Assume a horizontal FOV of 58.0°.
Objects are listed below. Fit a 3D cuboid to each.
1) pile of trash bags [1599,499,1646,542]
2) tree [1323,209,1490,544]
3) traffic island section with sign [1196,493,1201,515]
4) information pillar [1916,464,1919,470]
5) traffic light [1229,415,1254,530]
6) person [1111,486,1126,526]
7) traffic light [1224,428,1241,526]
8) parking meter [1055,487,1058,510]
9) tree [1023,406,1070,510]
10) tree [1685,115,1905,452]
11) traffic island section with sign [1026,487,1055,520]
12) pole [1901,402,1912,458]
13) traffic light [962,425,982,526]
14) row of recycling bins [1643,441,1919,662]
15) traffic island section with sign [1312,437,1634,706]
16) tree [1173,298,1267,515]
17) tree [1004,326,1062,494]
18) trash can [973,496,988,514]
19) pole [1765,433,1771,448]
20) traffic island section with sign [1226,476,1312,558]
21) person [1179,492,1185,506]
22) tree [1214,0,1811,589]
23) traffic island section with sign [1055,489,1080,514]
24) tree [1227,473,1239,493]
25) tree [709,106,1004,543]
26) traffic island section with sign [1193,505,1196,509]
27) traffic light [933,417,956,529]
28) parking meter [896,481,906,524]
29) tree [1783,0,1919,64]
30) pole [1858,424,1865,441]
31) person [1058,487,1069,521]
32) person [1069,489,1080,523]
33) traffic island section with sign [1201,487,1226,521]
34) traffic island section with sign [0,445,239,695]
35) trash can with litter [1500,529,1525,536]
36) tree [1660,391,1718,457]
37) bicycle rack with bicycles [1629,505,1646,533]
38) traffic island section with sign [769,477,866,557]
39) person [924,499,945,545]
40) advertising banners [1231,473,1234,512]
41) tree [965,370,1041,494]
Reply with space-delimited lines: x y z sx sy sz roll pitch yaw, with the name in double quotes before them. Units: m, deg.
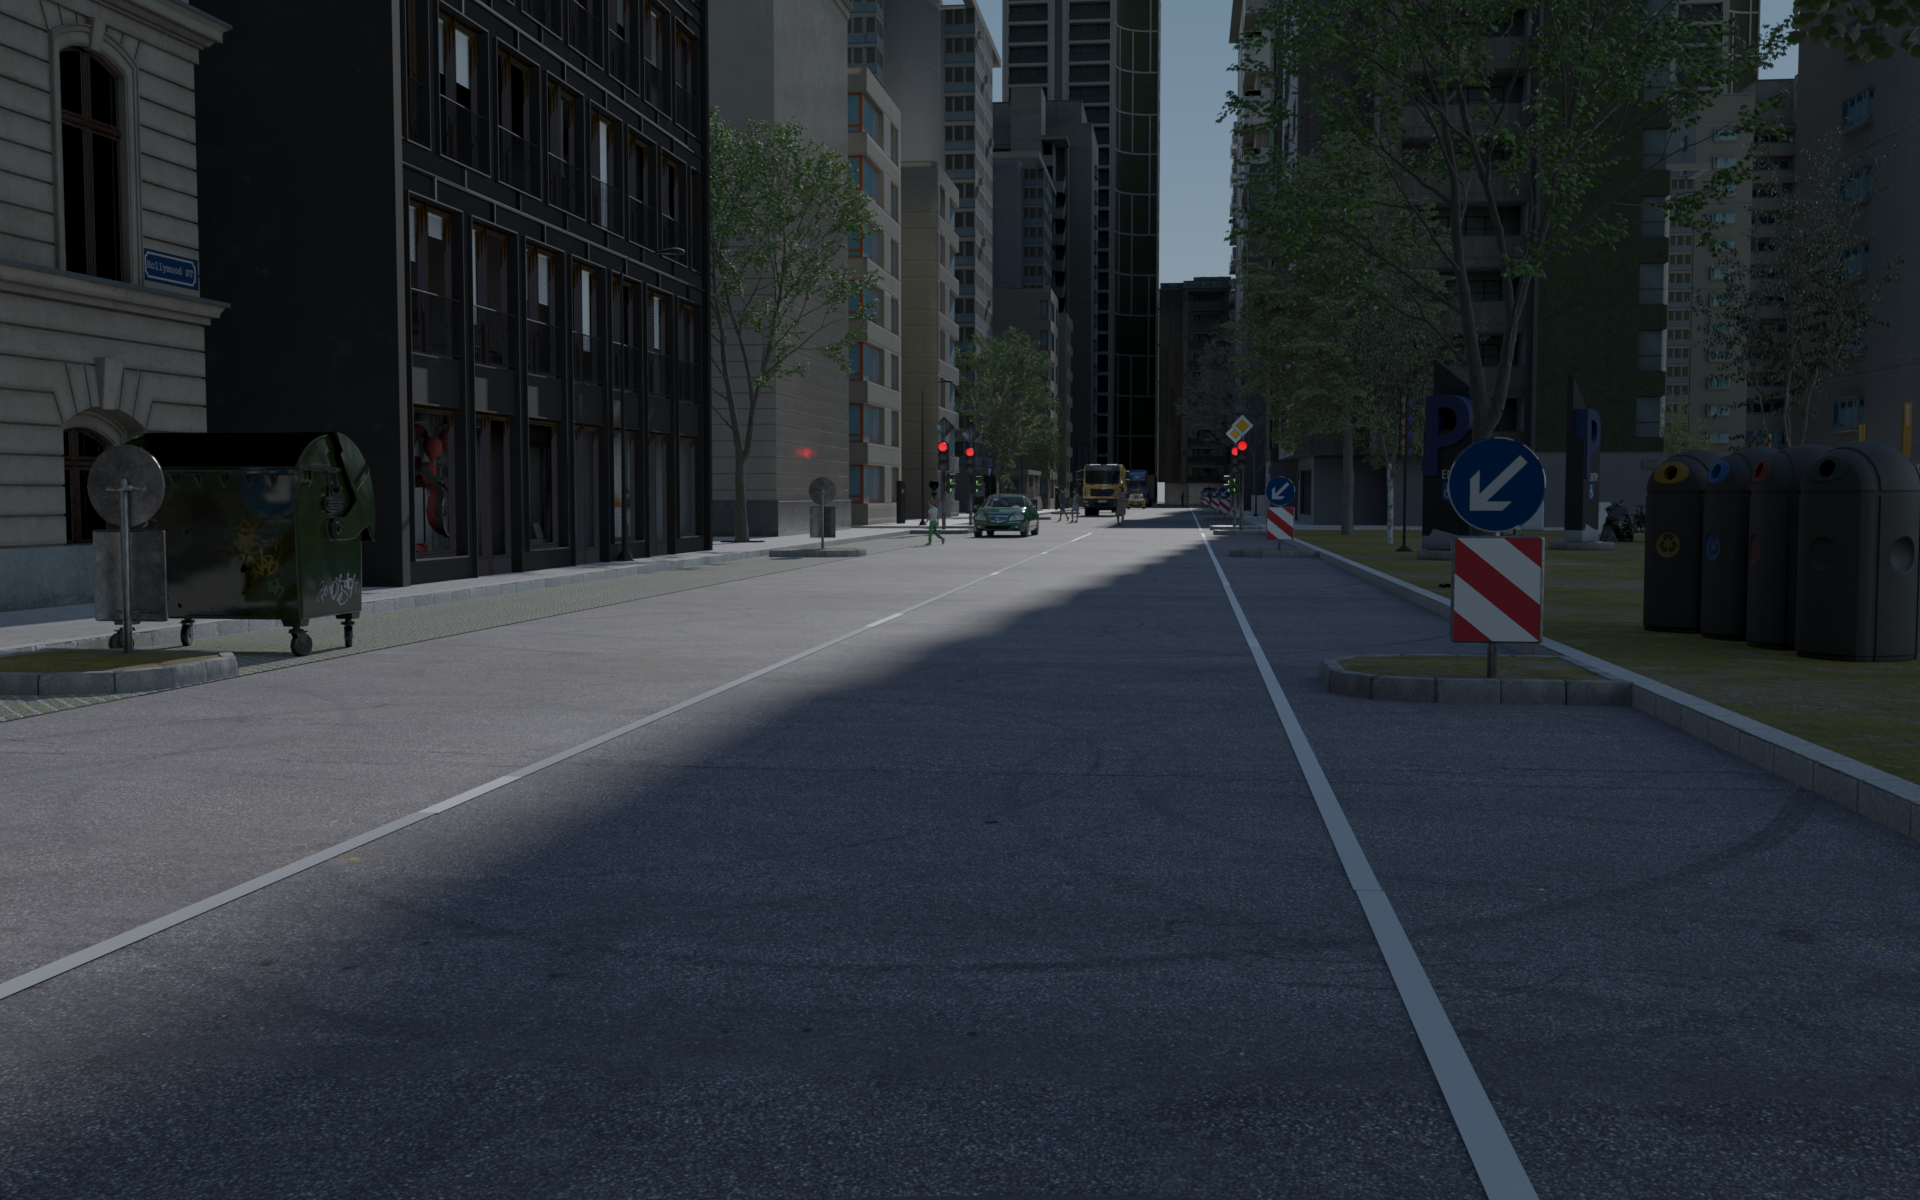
"pile of trash bags" 18.792 -2.229 46.189 3.447 1.369 1.912 3 5 39
"tree" 11.092 -5.733 44.093 4.360 8.622 3.978 0 3 0
"traffic island section with sign" 17.735 -6.882 121.148 1.989 1.847 2.006 0 4 7
"information pillar" 23.393 -2.330 42.585 0.304 2.012 0.304 3 4 36
"traffic light" 9.959 -4.428 61.320 0.839 4.253 0.868 0 4 7
"person" 7.016 -4.163 76.916 0.532 1.782 0.716 -2 4 -31
"traffic light" 10.984 -4.912 69.239 0.839 4.253 0.868 0 4 7
"parking meter" 7.763 -8.167 139.243 0.255 1.863 0.399 0 4 1
"tree" 7.177 -11.739 142.287 4.737 8.622 4.395 0 3 0
"tree" 16.696 -5.156 34.671 4.360 8.622 3.978 0 3 0
"traffic island section with sign" 4.033 -5.346 96.034 1.989 1.847 2.006 0 4 7
"pole" 21.087 -2.741 38.652 0.158 3.312 0.155 0 3 0
"traffic light" 0.458 -4.994 70.580 0.839 4.253 0.868 0 4 7
"row of recycling bins" 6.999 -0.476 14.903 1.069 1.692 3.534 0 4 -3
"traffic island section with sign" 3.707 -0.254 12.777 1.989 1.847 2.006 0 4 7
"tree" 18.057 -11.910 105.091 12.009 13.543 11.850 0 3 0
"tree" 2.634 -11.187 108.664 9.928 11.665 9.643 0 3 0
"trash can" 1.195 -5.865 107.542 0.748 1.137 0.748 0 3 0
"pole" 27.190 -3.946 58.362 0.158 3.312 0.155 0 3 0
"traffic island section with sign" 7.215 -1.910 39.860 1.989 1.847 2.006 0 4 7
"person" 26.277 -11.974 204.958 0.721 1.739 1.217 -1 4 -22
"tree" 7.246 -5.976 23.462 9.928 11.665 9.643 0 3 0
"traffic island section with sign" 7.494 -6.981 122.767 1.989 1.847 2.006 0 4 7
"tree" 22.991 -9.297 146.609 1.663 3.219 1.824 0 3 0
"tree" -5.740 -7.340 45.762 9.928 11.665 9.643 0 3 0
"traffic island section with sign" 24.096 -9.886 170.262 1.989 1.847 2.006 0 4 7
"traffic light" -0.567 -4.510 62.661 0.839 4.253 0.868 0 4 7
"parking meter" -2.565 -4.257 75.319 0.255 1.863 0.399 2 4 35
"tree" 5.123 -5.310 4.950 7.486 12.596 7.792 0 3 0
"pole" 26.058 -3.444 50.146 0.158 3.312 0.155 0 3 0
"person" 5.410 -5.040 90.927 0.654 1.822 0.581 1 4 16
"person" 5.795 -4.728 86.800 0.522 1.701 0.512 2 4 27
"traffic island section with sign" 14.268 -5.237 94.247 1.989 1.847 2.006 0 4 7
"traffic island section with sign" -6.704 -0.281 13.215 1.989 1.847 2.006 0 4 7
"trash can with litter" 15.770 -2.438 50.922 2.233 1.210 1.678 -2 4 -29
"tree" 51.129 -10.544 122.757 4.737 8.622 4.395 0 3 0
"bicycle rack with bicycles" 23.099 -2.671 57.061 2.925 0.926 2.852 -2 4 -35
"traffic island section with sign" -3.224 -1.919 40.002 1.989 1.847 2.006 0 4 7
"person" -0.720 -2.201 48.733 0.590 1.304 0.306 1 4 20
"advertising banners" 19.800 -7.922 125.710 0.090 3.025 2.074 0 4 1
"tree" 2.466 -9.289 102.236 4.360 8.622 3.978 0 3 0
